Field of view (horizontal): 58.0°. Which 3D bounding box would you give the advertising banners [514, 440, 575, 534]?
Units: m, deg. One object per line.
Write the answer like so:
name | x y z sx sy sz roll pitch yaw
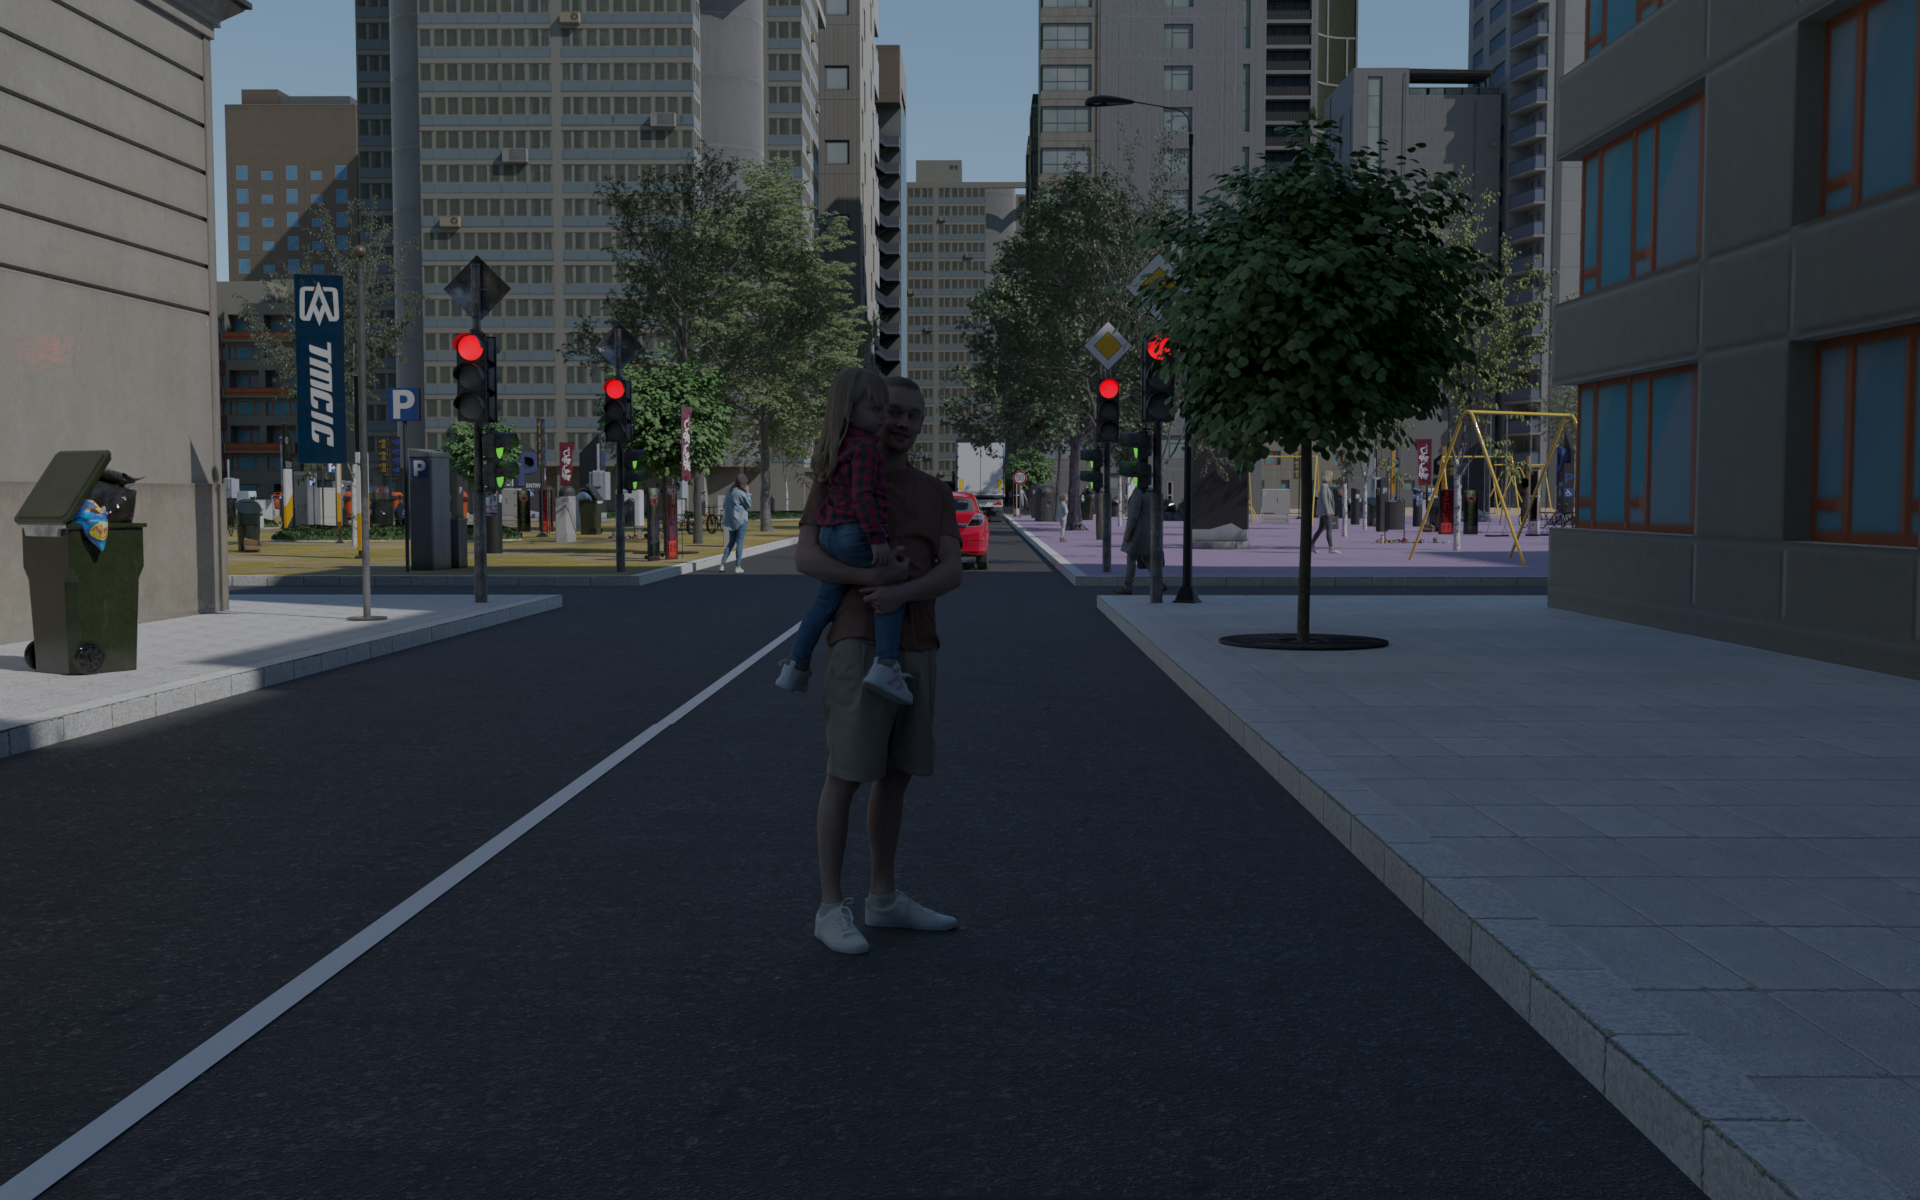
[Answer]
advertising banners | -14.040 -3.815 58.570 2.074 3.025 0.090 0 4 1

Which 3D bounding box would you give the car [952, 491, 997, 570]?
car | -0.340 -1.546 34.316 2.155 1.783 4.494 0 3 0

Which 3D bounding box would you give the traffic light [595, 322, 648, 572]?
traffic light | -5.569 -2.415 28.401 0.839 4.253 0.868 0 4 1

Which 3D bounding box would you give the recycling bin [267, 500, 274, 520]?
recycling bin | -30.433 -3.863 75.707 0.722 1.027 0.722 -1 4 -16

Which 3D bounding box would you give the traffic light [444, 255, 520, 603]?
traffic light | -5.660 -1.926 20.416 0.839 4.253 0.868 0 4 1

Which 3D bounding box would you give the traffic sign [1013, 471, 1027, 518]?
traffic sign | 3.252 -5.732 93.827 0.768 2.556 0.104 1 4 10

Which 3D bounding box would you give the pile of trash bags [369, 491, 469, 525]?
pile of trash bags | -17.494 -2.796 55.463 3.447 1.369 1.912 -1 4 -13

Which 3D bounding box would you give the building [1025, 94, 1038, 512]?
building | 12.085 -21.820 128.456 14.160 30.474 14.107 0 4 1

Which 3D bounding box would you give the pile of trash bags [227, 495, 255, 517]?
pile of trash bags | -38.294 -5.138 93.756 3.447 1.369 1.912 0 4 -2

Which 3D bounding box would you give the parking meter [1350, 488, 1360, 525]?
parking meter | 16.540 -3.918 72.476 0.372 1.533 0.369 0 3 0

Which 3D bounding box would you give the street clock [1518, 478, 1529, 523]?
street clock | 25.091 -4.438 77.128 0.471 2.002 0.358 0 4 -8

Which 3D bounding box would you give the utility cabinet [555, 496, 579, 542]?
utility cabinet | -10.576 -2.157 46.428 0.306 1.237 1.020 0 4 3

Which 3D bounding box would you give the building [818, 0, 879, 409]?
building | -20.585 -33.730 140.732 28.713 52.752 27.495 0 4 1

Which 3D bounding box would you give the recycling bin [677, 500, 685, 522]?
recycling bin | -12.874 -4.024 78.347 0.722 1.027 0.722 -1 4 -19

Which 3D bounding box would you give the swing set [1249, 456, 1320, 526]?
swing set | 13.124 -4.507 71.315 3.119 2.851 2.862 1 4 18

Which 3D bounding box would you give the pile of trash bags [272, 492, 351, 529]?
pile of trash bags | -23.493 -3.335 64.273 1.912 1.369 3.447 1 4 15

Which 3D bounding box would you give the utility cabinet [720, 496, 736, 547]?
utility cabinet | -5.562 -1.906 42.332 0.306 1.237 1.020 0 4 2

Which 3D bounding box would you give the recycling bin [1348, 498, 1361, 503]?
recycling bin | 23.255 -5.494 102.379 0.722 1.027 0.722 0 4 -2

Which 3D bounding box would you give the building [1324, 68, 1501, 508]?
building | 43.752 -29.738 169.802 14.086 41.232 14.154 0 4 1

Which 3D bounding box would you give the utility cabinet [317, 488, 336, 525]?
utility cabinet | -22.092 -3.163 60.393 0.318 1.500 1.173 1 4 13

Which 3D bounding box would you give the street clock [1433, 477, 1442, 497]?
street clock | 20.618 -4.284 74.617 0.471 2.002 0.358 -1 4 -12

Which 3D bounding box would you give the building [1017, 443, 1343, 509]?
building | 19.545 -19.520 164.191 27.650 21.520 28.899 0 4 1

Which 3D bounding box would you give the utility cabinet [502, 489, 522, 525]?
utility cabinet | -18.576 -3.811 70.993 1.173 1.500 0.318 1 4 12

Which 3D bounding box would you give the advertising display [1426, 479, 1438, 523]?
advertising display | 20.726 -4.303 75.562 0.974 1.923 0.123 -2 4 -28

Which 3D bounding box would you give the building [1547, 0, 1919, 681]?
building | 20.341 -9.751 4.470 27.650 21.520 28.899 0 4 1

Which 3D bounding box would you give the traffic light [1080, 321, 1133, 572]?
traffic light | 2.392 -2.410 28.326 0.839 4.253 0.868 0 4 1

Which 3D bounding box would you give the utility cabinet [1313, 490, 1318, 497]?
utility cabinet | 20.737 -5.608 100.368 0.318 1.500 1.173 1 4 22

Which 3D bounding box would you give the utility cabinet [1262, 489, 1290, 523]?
utility cabinet | 13.744 -4.080 75.387 1.173 1.500 0.318 0 4 7

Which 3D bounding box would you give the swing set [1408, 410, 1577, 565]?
swing set | 10.766 -2.173 33.147 3.119 2.851 2.862 -2 4 -31

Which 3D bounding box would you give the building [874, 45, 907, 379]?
building | -12.647 -31.850 170.855 14.200 45.320 14.600 0 4 1

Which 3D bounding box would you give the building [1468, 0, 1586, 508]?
building | 65.475 -38.178 166.207 28.212 58.520 21.231 0 4 1

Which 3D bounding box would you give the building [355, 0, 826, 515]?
building | -22.229 -25.899 115.330 32.217 40.220 23.993 0 4 1

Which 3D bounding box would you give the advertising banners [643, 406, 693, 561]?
advertising banners | -5.656 -2.300 33.789 0.090 3.025 2.074 1 4 17

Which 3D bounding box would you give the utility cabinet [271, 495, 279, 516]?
utility cabinet | -40.013 -5.561 102.080 1.020 1.237 0.306 -3 5 -42

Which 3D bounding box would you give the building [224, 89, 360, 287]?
building | -72.251 -33.332 195.081 14.200 45.320 14.600 0 4 1

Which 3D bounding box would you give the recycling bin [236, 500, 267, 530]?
recycling bin | -25.610 -3.052 62.456 0.722 1.027 0.722 3 5 43

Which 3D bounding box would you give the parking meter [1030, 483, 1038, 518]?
parking meter | 3.934 -5.256 91.651 0.399 1.863 0.255 0 4 5

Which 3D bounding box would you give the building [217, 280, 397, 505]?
building | -63.177 -19.624 165.894 28.899 21.520 27.650 0 4 1

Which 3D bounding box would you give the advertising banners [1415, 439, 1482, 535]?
advertising banners | 15.448 -3.588 54.857 2.074 3.025 0.090 1 4 10

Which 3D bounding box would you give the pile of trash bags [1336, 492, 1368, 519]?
pile of trash bags | 20.824 -5.019 91.820 1.912 1.369 3.447 -1 4 -12

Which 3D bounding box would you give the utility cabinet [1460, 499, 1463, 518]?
utility cabinet | 23.923 -4.381 82.784 1.020 1.237 0.306 -2 4 -24

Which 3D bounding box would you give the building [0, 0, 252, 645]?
building | -22.407 -10.894 11.393 30.059 22.955 16.112 0 4 1

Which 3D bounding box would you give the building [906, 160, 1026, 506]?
building | -2.513 -31.331 204.149 23.993 40.220 32.217 0 4 1

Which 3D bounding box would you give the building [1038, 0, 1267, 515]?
building | 12.090 -26.318 113.888 14.154 41.232 14.086 0 4 1

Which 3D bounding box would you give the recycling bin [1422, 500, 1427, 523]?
recycling bin | 20.941 -3.993 77.836 0.722 1.027 0.722 0 4 3

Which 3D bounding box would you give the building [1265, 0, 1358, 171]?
building | 34.302 -46.383 196.621 20.611 71.187 20.563 0 4 1

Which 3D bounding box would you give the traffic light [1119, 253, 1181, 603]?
traffic light | 2.301 -1.922 20.342 0.839 4.253 0.868 0 4 1

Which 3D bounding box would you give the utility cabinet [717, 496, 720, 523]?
utility cabinet | -9.491 -3.688 71.453 1.020 1.237 0.306 -1 4 -9

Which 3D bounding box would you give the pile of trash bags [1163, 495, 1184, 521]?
pile of trash bags | 10.305 -4.507 83.444 1.912 1.369 3.447 -2 4 -32
